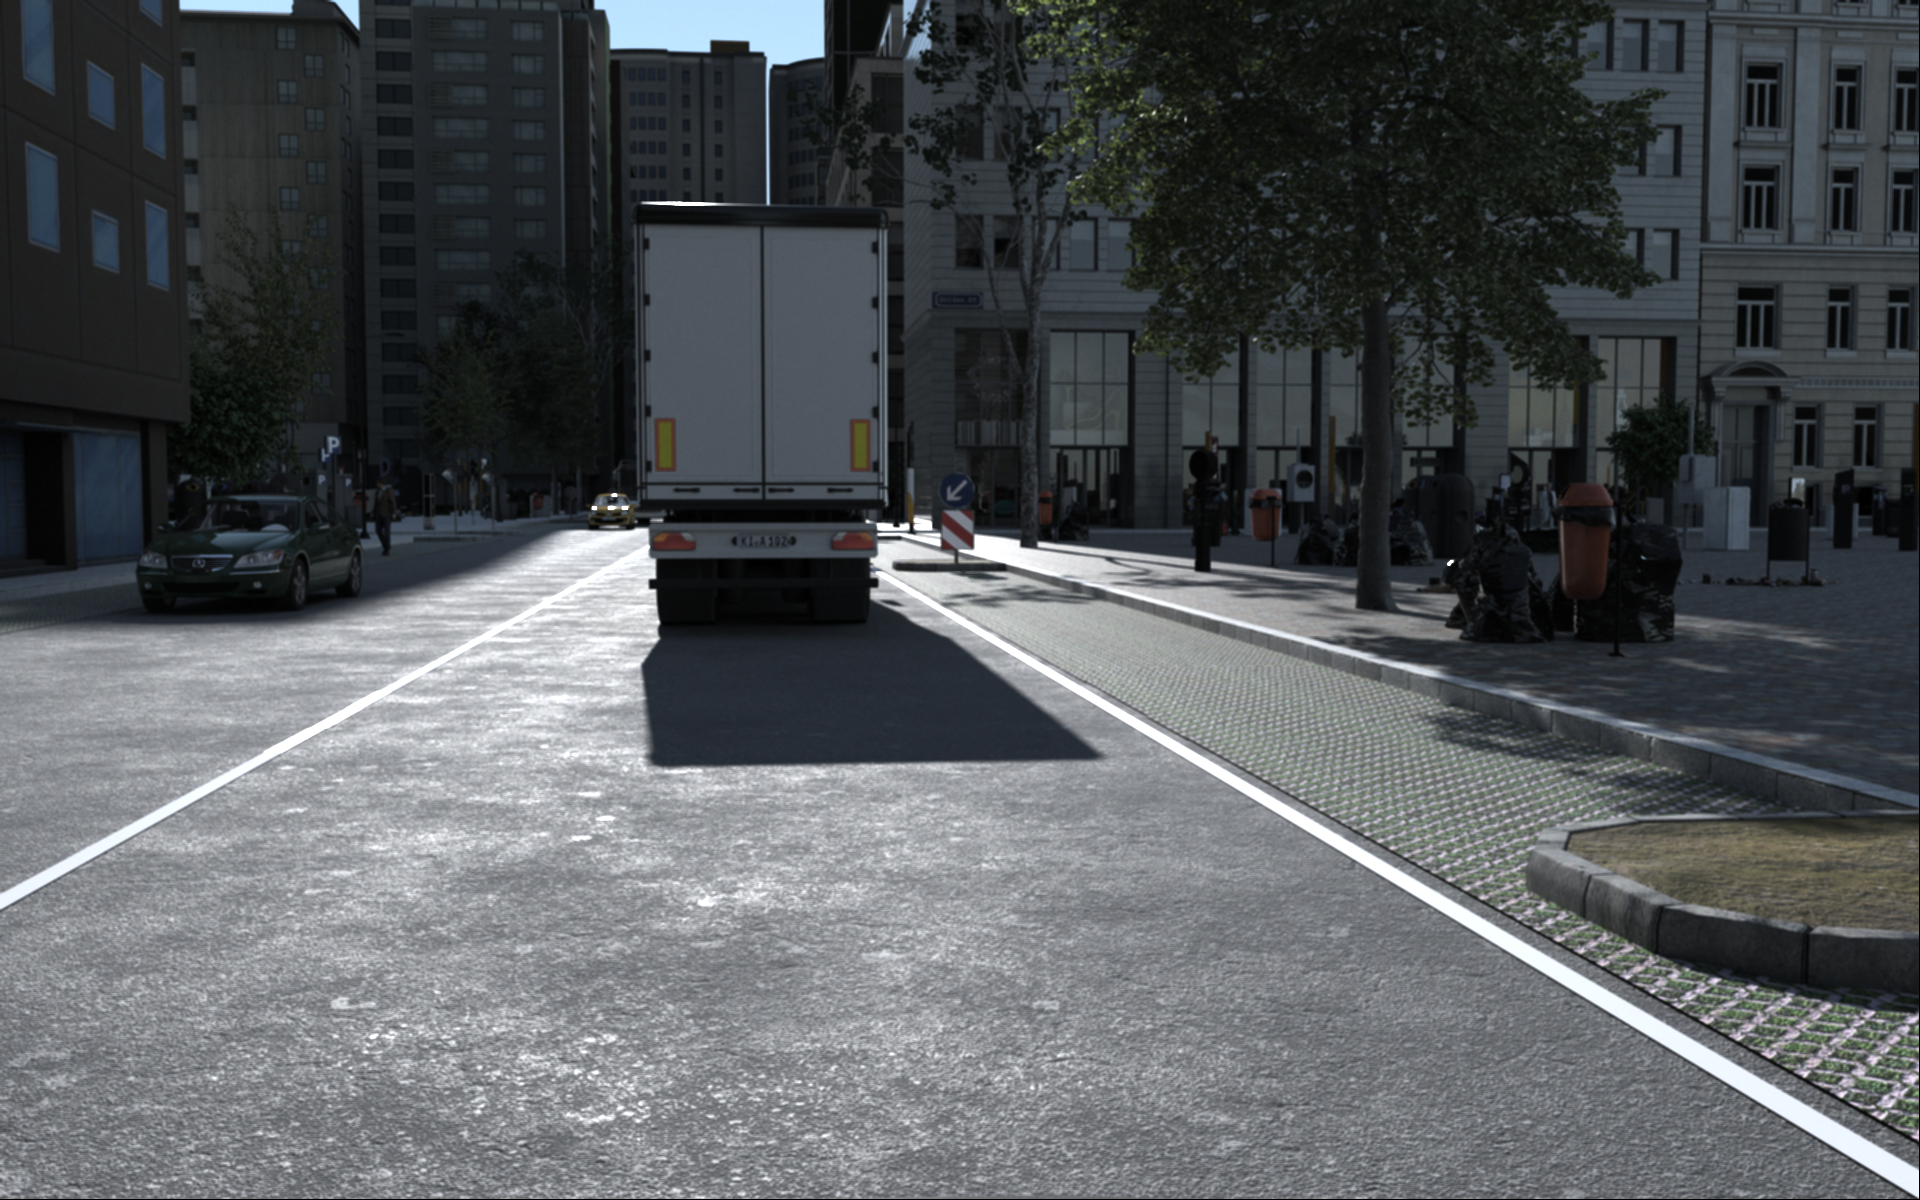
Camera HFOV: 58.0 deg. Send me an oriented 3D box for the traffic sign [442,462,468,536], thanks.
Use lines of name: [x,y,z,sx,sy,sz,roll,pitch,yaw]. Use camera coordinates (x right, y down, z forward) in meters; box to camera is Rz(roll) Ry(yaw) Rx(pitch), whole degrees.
traffic sign: [-15.499,-3.031,53.202,0.795,2.450,0.064,0,4,-7]

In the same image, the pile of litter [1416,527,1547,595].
pile of litter: [6.848,-0.520,22.471,1.719,0.858,1.176,3,4,37]

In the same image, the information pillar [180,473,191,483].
information pillar: [-33.107,-5.065,74.160,0.504,3.616,0.183,-1,4,-21]

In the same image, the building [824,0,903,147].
building: [-4.349,-44.402,164.231,20.563,71.187,20.611,0,4,-7]

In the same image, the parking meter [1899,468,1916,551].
parking meter: [21.386,-2.043,39.107,0.255,1.863,0.399,1,4,23]

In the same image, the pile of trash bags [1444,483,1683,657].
pile of trash bags: [5.293,-0.328,15.114,1.912,1.369,3.447,1,4,13]

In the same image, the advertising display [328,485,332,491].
advertising display: [-45.787,-7.428,126.667,0.974,1.923,0.123,2,4,25]

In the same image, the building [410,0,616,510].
building: [-35.962,-27.985,141.147,14.154,41.232,14.086,0,4,-7]

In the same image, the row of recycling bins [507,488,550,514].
row of recycling bins: [-27.493,-6.271,109.649,1.069,1.692,3.534,3,5,42]

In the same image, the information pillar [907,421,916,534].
information pillar: [-1.576,-3.918,55.418,0.183,3.616,0.504,1,4,14]

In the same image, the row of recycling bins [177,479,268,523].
row of recycling bins: [-20.114,-2.526,48.406,3.534,1.692,1.069,0,4,0]

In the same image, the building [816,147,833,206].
building: [-5.301,-22.997,147.697,14.160,30.474,14.107,0,4,-7]

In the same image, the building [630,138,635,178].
building: [-50.267,-33.198,197.410,28.867,44.769,22.147,0,4,-7]

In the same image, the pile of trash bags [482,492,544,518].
pile of trash bags: [-23.687,-5.060,92.483,1.912,1.369,3.447,3,4,38]

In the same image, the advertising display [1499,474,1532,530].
advertising display: [17.388,-3.000,54.261,0.974,1.923,0.123,1,4,11]

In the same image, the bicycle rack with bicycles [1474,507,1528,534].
bicycle rack with bicycles: [14.650,-2.181,49.046,2.852,0.926,2.925,3,5,42]

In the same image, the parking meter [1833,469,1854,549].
parking meter: [20.807,-2.147,40.816,0.399,1.863,0.255,1,4,11]

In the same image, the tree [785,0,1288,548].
tree: [2.175,-11.414,42.503,12.611,20.169,13.585,0,3,0]

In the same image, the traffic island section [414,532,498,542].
traffic island section: [-15.521,-1.895,53.261,2.009,0.180,2.903,0,4,-7]

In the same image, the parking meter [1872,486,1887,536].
parking meter: [28.427,-2.759,53.514,0.372,1.533,0.369,0,3,0]

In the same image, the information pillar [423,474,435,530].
information pillar: [-19.107,-3.536,62.310,0.304,2.012,0.304,0,4,7]

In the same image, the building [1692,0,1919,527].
building: [37.496,-17.614,73.897,20.117,28.700,13.634,0,4,-7]

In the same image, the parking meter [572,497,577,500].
parking meter: [-26.406,-6.733,118.491,0.372,1.533,0.369,0,3,0]

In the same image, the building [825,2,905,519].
building: [2.276,-18.417,105.627,19.350,26.468,34.151,0,4,-7]

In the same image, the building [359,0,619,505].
building: [-41.539,-43.960,156.992,20.563,71.187,20.611,0,4,-7]

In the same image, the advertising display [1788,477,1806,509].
advertising display: [32.166,-3.754,66.584,0.974,1.923,0.123,-2,4,-33]

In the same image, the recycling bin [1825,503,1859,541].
recycling bin: [24.446,-2.169,48.024,0.722,1.027,0.722,1,4,19]

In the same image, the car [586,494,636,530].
car: [-14.240,-3.709,70.860,2.015,1.641,3.980,0,4,-7]

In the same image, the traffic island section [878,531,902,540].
traffic island section: [-2.974,-1.989,54.803,2.009,0.180,2.903,0,4,-7]

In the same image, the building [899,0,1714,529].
building: [12.919,-17.843,69.234,29.804,29.767,11.434,0,4,-7]

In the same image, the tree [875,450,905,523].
tree: [-3.091,-4.974,75.929,1.663,3.219,1.824,0,3,0]

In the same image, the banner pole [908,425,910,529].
banner pole: [-1.767,-4.465,63.018,0.401,3.779,0.863,1,4,9]

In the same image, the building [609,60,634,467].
building: [-40.687,-32.127,175.392,14.600,45.320,14.200,0,4,-7]

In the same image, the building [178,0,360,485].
building: [-78.278,-36.777,190.537,27.495,52.752,28.713,0,4,-7]

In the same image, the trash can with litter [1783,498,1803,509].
trash can with litter: [24.001,-2.364,50.038,0.624,1.170,1.055,2,4,26]

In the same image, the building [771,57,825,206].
building: [-11.093,-42.161,231.330,28.212,58.520,21.231,0,4,-7]

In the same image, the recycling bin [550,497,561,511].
recycling bin: [-31.369,-7.422,133.896,0.722,1.027,0.722,-3,5,-42]

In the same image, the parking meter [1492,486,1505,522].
parking meter: [16.254,-2.683,52.276,0.372,1.533,0.369,0,3,0]

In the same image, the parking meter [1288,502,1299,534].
parking meter: [10.813,-3.083,56.112,0.255,1.863,0.399,0,4,-5]

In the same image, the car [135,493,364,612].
car: [-9.162,-0.664,22.656,2.131,1.459,4.920,0,4,-6]

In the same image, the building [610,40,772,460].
building: [-39.535,-41.941,227.739,28.212,58.520,21.231,0,4,-7]

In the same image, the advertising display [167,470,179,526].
advertising display: [-21.120,-2.478,45.735,0.974,1.923,0.123,1,4,8]

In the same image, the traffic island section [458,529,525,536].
traffic island section: [-16.502,-2.380,61.186,2.009,0.180,2.903,0,4,-7]

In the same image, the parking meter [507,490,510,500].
parking meter: [-25.510,-5.452,97.557,0.372,1.533,0.369,0,3,0]

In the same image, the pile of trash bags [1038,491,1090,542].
pile of trash bags: [2.589,-2.333,47.900,1.912,1.369,3.447,1,4,10]

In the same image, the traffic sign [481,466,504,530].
traffic sign: [-16.479,-3.516,61.127,0.795,2.450,0.064,0,4,-7]

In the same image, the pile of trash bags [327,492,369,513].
pile of trash bags: [-25.344,-3.640,69.265,3.447,1.369,1.912,0,4,2]

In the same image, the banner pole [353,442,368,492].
banner pole: [-28.766,-5.684,82.950,0.863,3.779,0.401,1,4,14]

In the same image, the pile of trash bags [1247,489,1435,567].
pile of trash bags: [6.716,-1.311,31.195,3.447,1.369,1.912,-1,4,-22]

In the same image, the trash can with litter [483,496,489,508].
trash can with litter: [-28.661,-5.746,105.342,1.055,1.170,0.624,1,4,11]

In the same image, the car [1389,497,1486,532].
car: [16.609,-2.900,59.994,3.894,1.354,1.945,0,4,-8]

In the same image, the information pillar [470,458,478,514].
information pillar: [-31.329,-7.351,111.550,0.183,3.616,0.504,3,5,40]

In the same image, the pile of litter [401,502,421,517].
pile of litter: [-31.325,-5.193,98.876,1.176,0.858,1.719,0,4,-8]

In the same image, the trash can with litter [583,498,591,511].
trash can with litter: [-28.322,-7.267,130.205,1.055,1.170,0.624,-3,5,-43]

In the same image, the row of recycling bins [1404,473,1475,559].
row of recycling bins: [9.970,-1.765,35.970,1.069,1.692,3.534,0,4,4]

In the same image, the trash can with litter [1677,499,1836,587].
trash can with litter: [11.338,-0.830,24.631,2.233,1.210,1.678,1,4,18]

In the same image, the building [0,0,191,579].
building: [-21.358,-22.962,25.541,14.600,45.320,14.200,0,4,-7]
